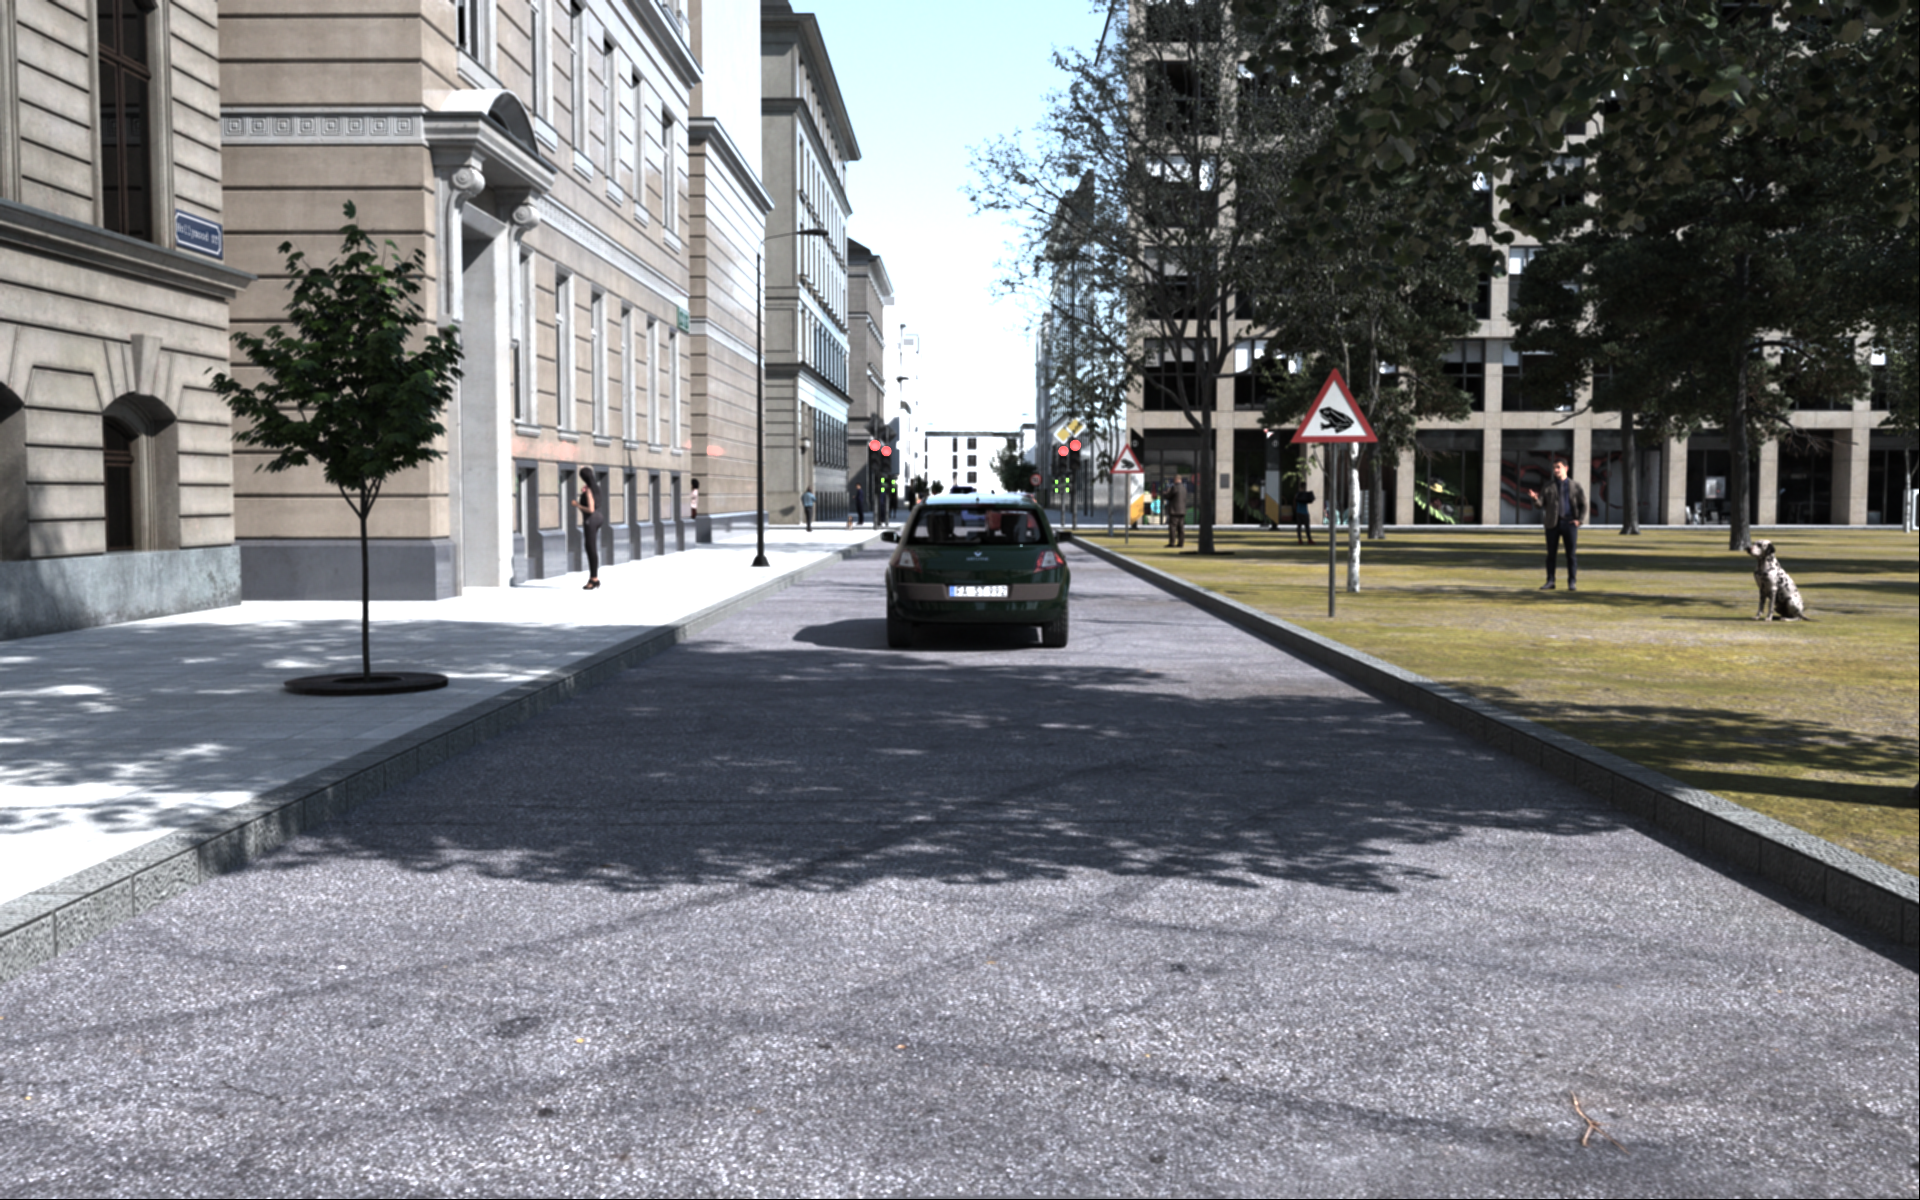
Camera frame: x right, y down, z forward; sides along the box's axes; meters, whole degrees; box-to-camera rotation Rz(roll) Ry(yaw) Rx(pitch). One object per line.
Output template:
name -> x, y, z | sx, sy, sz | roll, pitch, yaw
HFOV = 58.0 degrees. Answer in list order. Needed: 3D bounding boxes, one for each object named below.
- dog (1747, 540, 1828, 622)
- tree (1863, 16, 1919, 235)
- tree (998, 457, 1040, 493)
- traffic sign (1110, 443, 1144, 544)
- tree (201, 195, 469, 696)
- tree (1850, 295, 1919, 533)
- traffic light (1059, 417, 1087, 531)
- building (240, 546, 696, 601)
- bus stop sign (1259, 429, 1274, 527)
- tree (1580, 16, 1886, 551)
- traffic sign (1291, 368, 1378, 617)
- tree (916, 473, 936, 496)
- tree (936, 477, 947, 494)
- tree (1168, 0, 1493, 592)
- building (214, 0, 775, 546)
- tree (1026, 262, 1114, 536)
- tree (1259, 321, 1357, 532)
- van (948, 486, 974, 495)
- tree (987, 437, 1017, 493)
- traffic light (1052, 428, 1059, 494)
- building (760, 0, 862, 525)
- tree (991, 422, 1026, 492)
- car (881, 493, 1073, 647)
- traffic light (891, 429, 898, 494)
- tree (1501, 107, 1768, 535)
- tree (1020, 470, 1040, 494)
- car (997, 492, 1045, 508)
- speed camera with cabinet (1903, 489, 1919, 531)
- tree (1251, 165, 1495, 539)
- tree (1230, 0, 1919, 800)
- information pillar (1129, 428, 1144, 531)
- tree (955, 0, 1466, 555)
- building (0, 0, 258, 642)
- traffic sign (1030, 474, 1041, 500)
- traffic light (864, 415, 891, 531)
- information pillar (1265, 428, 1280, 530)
dog -> 8.401, -0.191, 17.509 | 0.800, 0.831, 0.513 | 2, 4, 28
tree -> 12.080, -4.165, 18.454 | 4.737, 8.622, 4.395 | 0, 3, 0
tree -> 5.552, -10.362, 153.127 | 4.285, 4.588, 4.351 | 0, 3, 0
traffic sign -> 4.283, -2.717, 44.423 | 0.884, 2.594, 0.081 | 1, 4, 8
tree -> -4.063, -1.025, 11.353 | 1.663, 3.219, 1.824 | 0, 3, 0
tree -> 31.659, -6.535, 57.210 | 4.360, 8.622, 3.978 | 0, 3, 0
traffic light -> 4.011, -4.376, 60.797 | 0.839, 4.213, 0.868 | 0, 4, 0
building -> -12.418, -14.907, 29.634 | 13.634, 28.700, 20.117 | 0, 4, 0
bus stop sign -> 12.158, -4.858, 68.126 | 0.855, 3.939, 0.416 | -3, 4, -36
tree -> 17.678, -7.159, 39.104 | 6.751, 12.117, 7.091 | 0, 3, 0
traffic sign -> 3.875, -1.100, 17.984 | 0.884, 2.594, 0.081 | 1, 4, 8
tree -> -3.386, -9.136, 143.966 | 1.663, 3.219, 1.824 | 0, 3, 0
tree -> -2.960, -12.558, 199.917 | 1.663, 3.219, 1.824 | 0, 3, 0
tree -> 4.943, -4.400, 22.301 | 4.360, 8.622, 3.978 | 0, 3, 0
building -> -16.181, -16.216, 51.032 | 20.117, 28.700, 13.634 | 0, 4, 0
tree -> 4.336, -6.236, 52.318 | 4.360, 8.622, 3.978 | 0, 3, 0
tree -> 12.333, -6.575, 57.864 | 4.737, 8.622, 4.395 | 0, 3, 0
van -> 0.178, -8.012, 135.383 | 2.240, 2.365, 5.245 | 0, 4, 0
tree -> 5.467, -16.554, 221.025 | 4.737, 8.622, 4.395 | 0, 3, 0
traffic light -> 4.073, -4.865, 68.781 | 0.839, 4.213, 0.868 | 0, 4, 0
building -> -13.817, -15.433, 85.608 | 16.112, 22.955, 30.059 | 0, 4, 0
tree -> 5.167, -13.836, 176.583 | 4.360, 8.622, 3.978 | 0, 3, 0
car -> 0.174, -0.477, 17.584 | 2.009, 1.686, 4.222 | 0, 4, 0
traffic light -> -2.888, -4.867, 68.819 | 0.839, 4.213, 0.868 | 0, 4, 0
tree -> 21.123, -9.012, 54.762 | 7.806, 13.903, 7.818 | 0, 3, 0
tree -> 5.631, -8.929, 140.596 | 1.663, 3.219, 1.824 | 0, 3, 0
car -> 1.767, -2.966, 57.531 | 2.155, 1.783, 4.494 | 0, 4, -1
speed camera with cabinet -> 34.462, -4.085, 61.118 | 2.038, 3.252, 0.660 | 0, 4, -2
tree -> 11.775, -7.769, 49.082 | 6.751, 12.117, 7.091 | 0, 3, 0
tree -> 4.239, -6.115, 6.639 | 9.857, 13.997, 8.962 | 0, 3, 0
information pillar -> 6.222, -4.259, 60.981 | 0.504, 3.616, 0.183 | -1, 4, -9
tree -> 5.123, -7.713, 36.481 | 12.009, 13.543, 11.850 | 0, 3, 0
building -> -13.571, -11.210, 2.362 | 14.460, 24.649, 34.723 | 0, 4, 0
traffic sign -> 4.757, -6.639, 108.646 | 0.768, 2.556, 0.104 | 0, 4, 7
traffic light -> -2.950, -4.379, 60.834 | 0.839, 4.213, 0.868 | 0, 4, 0
information pillar -> 11.087, -4.284, 61.405 | 0.504, 3.616, 0.183 | -1, 4, -10
